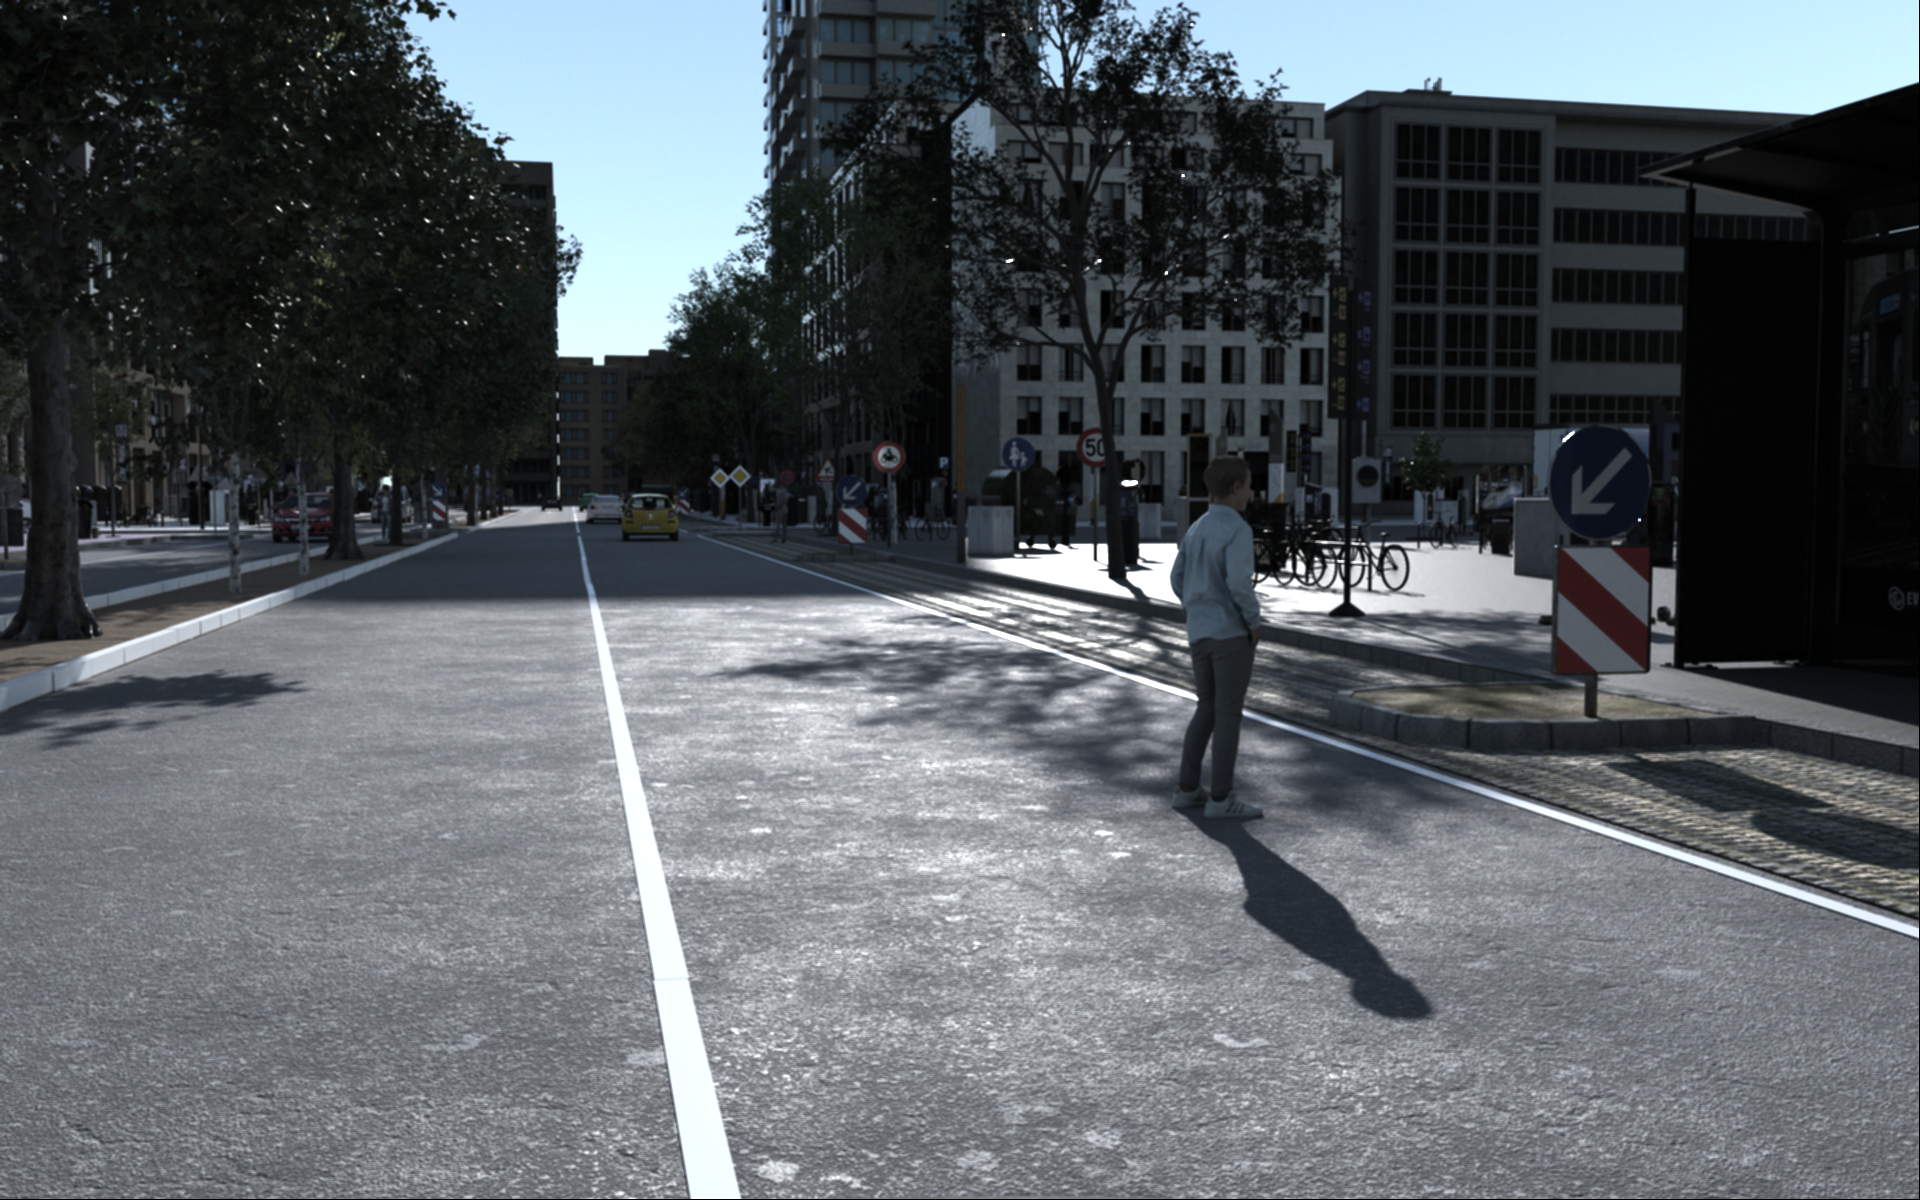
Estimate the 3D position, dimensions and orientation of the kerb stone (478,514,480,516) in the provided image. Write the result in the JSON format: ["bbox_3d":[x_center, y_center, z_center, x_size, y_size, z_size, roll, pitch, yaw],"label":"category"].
[{"bbox_3d":[-32.061,-5.742,116.115,0.120,0.150,1.000,-1,4,-13],"label":"kerb stone"}]

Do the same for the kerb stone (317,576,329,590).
[{"bbox_3d":[-9.648,-0.227,26.000,0.120,0.150,1.000,-1,4,-13],"label":"kerb stone"}]

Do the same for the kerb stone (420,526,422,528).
[{"bbox_3d":[-21.259,-2.805,68.073,0.120,0.150,1.000,-1,4,-13],"label":"kerb stone"}]

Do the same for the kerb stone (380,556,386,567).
[{"bbox_3d":[-11.444,-0.722,34.015,0.120,0.150,1.000,-1,4,-13],"label":"kerb stone"}]

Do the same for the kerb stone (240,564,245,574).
[{"bbox_3d":[-12.812,-0.511,30.542,0.120,0.150,1.000,-1,4,-13],"label":"kerb stone"}]

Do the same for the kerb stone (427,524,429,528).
[{"bbox_3d":[-21.707,-2.929,70.082,0.120,0.150,1.000,-1,4,-13],"label":"kerb stone"}]

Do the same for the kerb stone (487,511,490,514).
[{"bbox_3d":[-34.982,-6.540,129.122,0.120,0.150,1.000,-1,4,-13],"label":"kerb stone"}]

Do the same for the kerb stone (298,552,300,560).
[{"bbox_3d":[-14.396,-0.939,37.548,0.120,0.150,1.000,-1,4,-13],"label":"kerb stone"}]

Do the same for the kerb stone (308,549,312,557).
[{"bbox_3d":[-14.622,-0.999,38.545,0.120,0.150,1.000,-1,4,-13],"label":"kerb stone"}]

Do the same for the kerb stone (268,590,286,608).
[{"bbox_3d":[-8.746,0.011,22.012,0.120,0.150,1.000,-1,4,-13],"label":"kerb stone"}]

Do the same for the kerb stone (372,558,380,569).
[{"bbox_3d":[-11.224,-0.661,33.013,0.120,0.150,1.000,-1,4,-13],"label":"kerb stone"}]

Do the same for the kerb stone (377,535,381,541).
[{"bbox_3d":[-17.762,-1.856,52.543,0.120,0.150,1.000,-1,4,-13],"label":"kerb stone"}]

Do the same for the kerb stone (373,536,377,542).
[{"bbox_3d":[-17.537,-1.795,51.536,0.120,0.150,1.000,-1,4,-13],"label":"kerb stone"}]

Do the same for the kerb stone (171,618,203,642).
[{"bbox_3d":[-7.632,0.317,17.010,0.120,0.150,1.000,-1,4,-13],"label":"kerb stone"}]

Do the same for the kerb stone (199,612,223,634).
[{"bbox_3d":[-7.852,0.256,18.012,0.120,0.150,1.000,-1,4,-13],"label":"kerb stone"}]

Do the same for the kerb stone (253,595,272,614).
[{"bbox_3d":[-8.523,0.073,21.006,0.120,0.150,1.000,-1,4,-13],"label":"kerb stone"}]

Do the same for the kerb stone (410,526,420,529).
[{"bbox_3d":[-20.812,-2.684,66.078,0.120,0.150,1.000,-1,4,-13],"label":"kerb stone"}]

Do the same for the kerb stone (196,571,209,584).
[{"bbox_3d":[-12.149,-0.326,27.549,0.120,0.150,1.000,-1,4,-13],"label":"kerb stone"}]

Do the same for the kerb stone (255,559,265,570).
[{"bbox_3d":[-13.267,-0.633,32.548,0.120,0.150,1.000,-1,4,-13],"label":"kerb stone"}]

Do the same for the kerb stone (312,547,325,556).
[{"bbox_3d":[-15.063,-1.121,40.541,0.120,0.150,1.000,-1,4,-13],"label":"kerb stone"}]

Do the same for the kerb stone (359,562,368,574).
[{"bbox_3d":[-10.774,-0.539,31.003,0.120,0.150,1.000,-1,4,-13],"label":"kerb stone"}]

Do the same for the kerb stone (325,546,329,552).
[{"bbox_3d":[-15.286,-1.183,41.538,0.120,0.150,1.000,-1,4,-13],"label":"kerb stone"}]

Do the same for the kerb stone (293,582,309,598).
[{"bbox_3d":[-9.194,-0.107,24.007,0.120,0.150,1.000,-1,4,-13],"label":"kerb stone"}]

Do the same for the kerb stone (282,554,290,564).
[{"bbox_3d":[-13.946,-0.816,35.539,0.120,0.150,1.000,-1,4,-13],"label":"kerb stone"}]

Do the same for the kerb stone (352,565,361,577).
[{"bbox_3d":[-10.543,-0.476,30.007,0.120,0.150,1.000,-1,4,-13],"label":"kerb stone"}]

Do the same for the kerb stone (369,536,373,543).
[{"bbox_3d":[-17.316,-1.734,50.538,0.120,0.150,1.000,-1,4,-13],"label":"kerb stone"}]

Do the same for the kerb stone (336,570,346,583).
[{"bbox_3d":[-10.102,-0.354,28.005,0.120,0.150,1.000,-1,4,-13],"label":"kerb stone"}]

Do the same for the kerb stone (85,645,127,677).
[{"bbox_3d":[-6.950,0.502,14.004,0.120,0.150,1.000,-1,4,-13],"label":"kerb stone"}]

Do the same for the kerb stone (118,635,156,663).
[{"bbox_3d":[-7.176,0.441,15.008,0.120,0.150,1.000,-1,4,-13],"label":"kerb stone"}]

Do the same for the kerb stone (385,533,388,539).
[{"bbox_3d":[-18.216,-1.978,54.536,0.120,0.150,1.000,-1,4,-13],"label":"kerb stone"}]

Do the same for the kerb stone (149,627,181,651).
[{"bbox_3d":[-7.404,0.384,16.007,0.120,0.150,1.000,-1,4,-13],"label":"kerb stone"}]

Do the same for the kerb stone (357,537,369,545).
[{"bbox_3d":[-17.094,-1.672,49.530,0.120,0.150,1.000,-1,4,-13],"label":"kerb stone"}]

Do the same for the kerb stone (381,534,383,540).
[{"bbox_3d":[-17.988,-1.916,53.539,0.120,0.150,1.000,-1,4,-13],"label":"kerb stone"}]

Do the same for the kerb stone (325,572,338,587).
[{"bbox_3d":[-9.872,-0.294,27.009,0.120,0.150,1.000,-1,4,-13],"label":"kerb stone"}]

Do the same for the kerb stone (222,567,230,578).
[{"bbox_3d":[-12.595,-0.447,29.544,0.120,0.150,1.000,-1,4,-13],"label":"kerb stone"}]

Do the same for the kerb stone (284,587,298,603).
[{"bbox_3d":[-8.971,-0.040,23.010,0.120,0.150,1.000,-1,4,-13],"label":"kerb stone"}]

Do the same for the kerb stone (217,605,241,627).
[{"bbox_3d":[-8.073,0.195,19.009,0.120,0.150,1.000,-1,4,-13],"label":"kerb stone"}]

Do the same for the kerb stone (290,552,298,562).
[{"bbox_3d":[-14.161,-0.875,36.541,0.120,0.150,1.000,-1,4,-13],"label":"kerb stone"}]

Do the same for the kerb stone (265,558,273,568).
[{"bbox_3d":[-13.505,-0.694,33.543,0.120,0.150,1.000,-1,4,-13],"label":"kerb stone"}]

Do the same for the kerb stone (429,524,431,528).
[{"bbox_3d":[-21.930,-2.987,71.086,0.120,0.150,1.000,-1,4,-13],"label":"kerb stone"}]

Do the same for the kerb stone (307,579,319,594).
[{"bbox_3d":[-9.425,-0.172,25.002,0.120,0.150,1.000,-1,4,-13],"label":"kerb stone"}]

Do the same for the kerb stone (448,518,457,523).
[{"bbox_3d":[-25.533,-3.970,87.108,0.120,0.150,1.000,-1,4,-13],"label":"kerb stone"}]

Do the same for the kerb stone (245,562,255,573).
[{"bbox_3d":[-13.048,-0.572,31.550,0.120,0.150,1.000,-1,4,-13],"label":"kerb stone"}]

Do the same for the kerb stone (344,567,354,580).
[{"bbox_3d":[-10.316,-0.417,29.007,0.120,0.150,1.000,-1,4,-13],"label":"kerb stone"}]

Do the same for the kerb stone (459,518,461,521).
[{"bbox_3d":[-26.213,-4.154,90.112,0.120,0.150,1.000,-1,4,-13],"label":"kerb stone"}]

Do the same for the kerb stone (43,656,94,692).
[{"bbox_3d":[-6.722,0.562,13.007,0.120,0.150,1.000,-1,4,-13],"label":"kerb stone"}]

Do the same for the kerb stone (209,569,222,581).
[{"bbox_3d":[-12.370,-0.388,28.547,0.120,0.150,1.000,-1,4,-13],"label":"kerb stone"}]

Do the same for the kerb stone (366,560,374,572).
[{"bbox_3d":[-10.993,-0.595,32.003,0.120,0.150,1.000,-1,4,-13],"label":"kerb stone"}]

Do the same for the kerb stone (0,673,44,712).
[{"bbox_3d":[-6.505,0.626,12.009,0.120,0.150,1.000,-1,4,-13],"label":"kerb stone"}]

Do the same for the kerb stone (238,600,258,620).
[{"bbox_3d":[-8.294,0.134,20.007,0.120,0.150,1.000,-1,4,-13],"label":"kerb stone"}]

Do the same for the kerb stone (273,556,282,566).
[{"bbox_3d":[-13.718,-0.750,34.543,0.120,0.150,1.000,-1,4,-13],"label":"kerb stone"}]
